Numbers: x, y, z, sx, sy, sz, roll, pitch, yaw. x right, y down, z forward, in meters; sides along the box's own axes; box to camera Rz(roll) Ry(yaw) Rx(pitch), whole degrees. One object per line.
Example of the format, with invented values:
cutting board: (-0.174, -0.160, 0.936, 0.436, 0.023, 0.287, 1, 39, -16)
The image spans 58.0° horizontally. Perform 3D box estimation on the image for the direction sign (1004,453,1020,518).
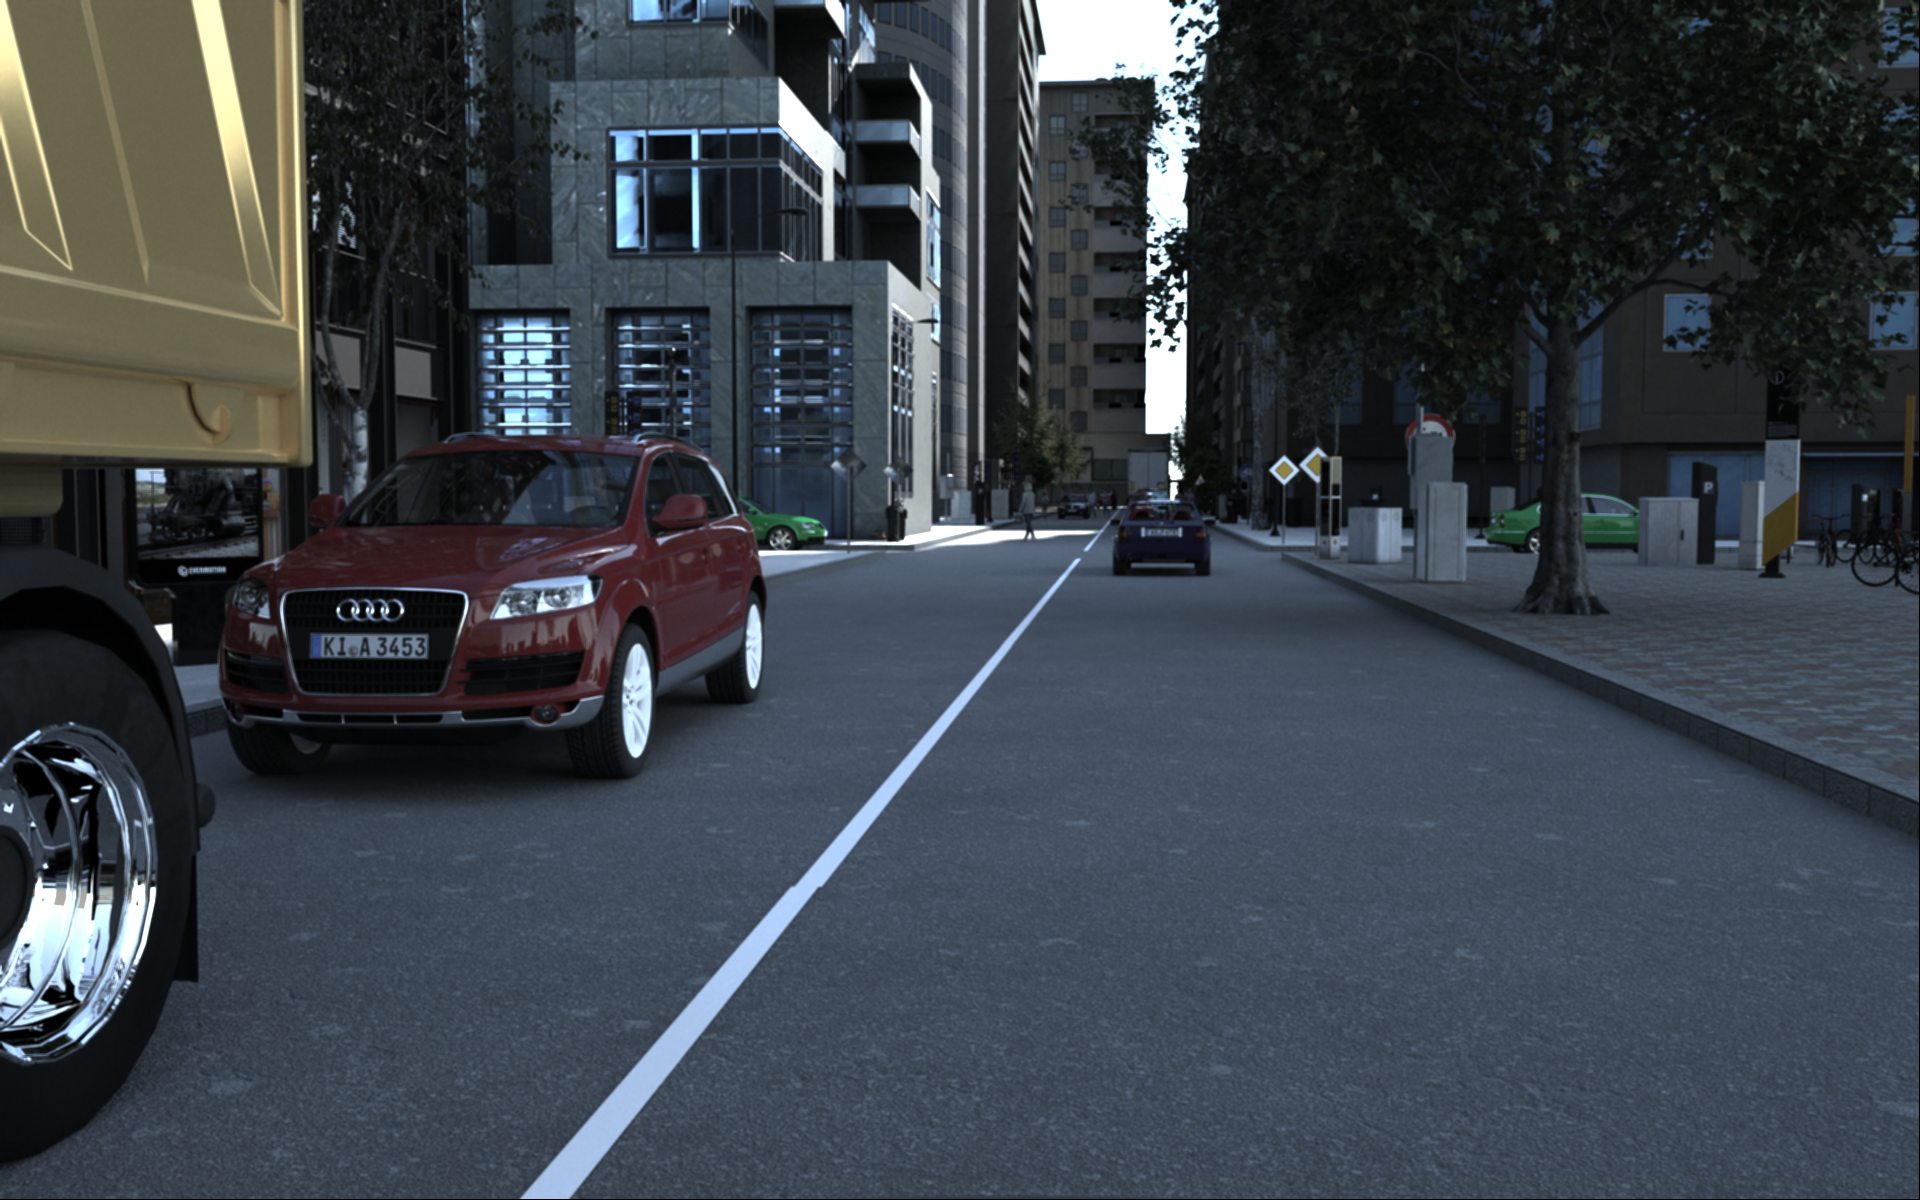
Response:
direction sign: (2.827, -6.284, 94.746, 0.876, 3.537, 0.379, -1, 4, -10)

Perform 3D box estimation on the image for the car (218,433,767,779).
car: (-2.510, -0.110, 10.468, 2.281, 1.827, 5.304, 0, 4, 4)

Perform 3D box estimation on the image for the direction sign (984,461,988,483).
direction sign: (1.554, -7.684, 117.634, 0.876, 3.537, 0.379, -2, 4, -35)

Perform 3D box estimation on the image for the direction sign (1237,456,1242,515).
direction sign: (16.787, -6.853, 104.037, 0.379, 3.537, 0.876, 2, 4, 23)

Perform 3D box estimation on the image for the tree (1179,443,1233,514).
tree: (15.787, -7.760, 110.594, 4.285, 4.588, 4.351, 0, 3, 0)

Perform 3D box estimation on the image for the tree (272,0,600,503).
tree: (-5.419, -3.994, 15.658, 4.360, 8.622, 3.978, 0, 3, 0)

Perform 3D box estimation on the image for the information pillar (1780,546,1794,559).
information pillar: (16.378, -1.827, 34.360, 0.304, 2.012, 0.304, 3, 4, 37)

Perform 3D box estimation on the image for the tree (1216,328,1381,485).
tree: (10.007, -5.935, 47.397, 4.360, 8.622, 3.978, 0, 3, 0)

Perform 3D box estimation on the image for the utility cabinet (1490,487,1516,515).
utility cabinet: (16.590, -2.706, 52.923, 0.318, 1.500, 1.173, 0, 4, -5)

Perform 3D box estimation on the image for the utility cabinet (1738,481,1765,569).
utility cabinet: (13.624, -1.274, 29.503, 0.318, 1.500, 1.173, 3, 5, 43)

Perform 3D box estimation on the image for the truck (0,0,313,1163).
truck: (-3.553, -0.266, 0.272, 3.469, 3.379, 9.791, 0, 4, 6)

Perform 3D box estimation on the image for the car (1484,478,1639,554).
car: (14.466, -1.880, 39.541, 4.718, 1.807, 1.959, 0, 4, 5)

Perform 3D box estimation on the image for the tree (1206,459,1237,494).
tree: (14.530, -6.128, 94.791, 1.663, 3.219, 1.824, 0, 3, 0)

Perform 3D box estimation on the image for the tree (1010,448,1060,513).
tree: (4.868, -8.340, 120.078, 4.285, 4.588, 4.351, 0, 3, 0)

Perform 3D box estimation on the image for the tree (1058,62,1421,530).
tree: (9.607, -12.468, 59.747, 12.611, 20.169, 13.585, 0, 3, 0)

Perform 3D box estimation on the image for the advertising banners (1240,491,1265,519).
advertising banners: (15.103, -5.573, 87.302, 2.074, 3.025, 0.090, 2, 4, 31)

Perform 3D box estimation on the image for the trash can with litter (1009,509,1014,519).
trash can with litter: (2.242, -4.675, 87.824, 1.055, 1.170, 0.624, 2, 4, 34)

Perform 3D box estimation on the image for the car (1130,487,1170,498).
car: (10.937, -5.551, 99.425, 2.281, 1.827, 5.304, 0, 4, 5)

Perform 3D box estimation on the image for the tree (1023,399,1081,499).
tree: (6.654, -11.115, 132.098, 4.360, 8.622, 3.978, 0, 3, 0)

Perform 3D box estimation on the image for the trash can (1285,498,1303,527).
trash can: (12.848, -3.369, 66.742, 0.748, 1.137, 0.748, 0, 3, 0)

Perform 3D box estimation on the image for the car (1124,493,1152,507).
car: (8.260, -4.085, 75.829, 2.155, 1.783, 4.494, 0, 4, 7)

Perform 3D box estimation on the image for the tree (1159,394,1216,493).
tree: (17.119, -10.825, 127.344, 4.360, 8.622, 3.978, 0, 3, 0)

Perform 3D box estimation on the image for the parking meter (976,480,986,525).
parking meter: (0.852, -4.056, 72.023, 0.399, 1.863, 0.255, 0, 4, -6)

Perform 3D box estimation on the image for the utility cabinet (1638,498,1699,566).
utility cabinet: (12.688, -1.215, 31.023, 1.020, 1.237, 0.306, -1, 4, -12)

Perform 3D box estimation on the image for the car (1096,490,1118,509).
car: (14.587, -9.998, 172.142, 2.281, 1.827, 5.304, 0, 4, 4)

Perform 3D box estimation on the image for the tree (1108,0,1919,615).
tree: (6.413, -6.207, 18.488, 9.611, 12.733, 9.660, 0, 3, 0)

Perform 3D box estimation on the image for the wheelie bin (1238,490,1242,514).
wheelie bin: (16.875, -5.986, 105.771, 0.980, 1.594, 0.693, -3, 5, -43)

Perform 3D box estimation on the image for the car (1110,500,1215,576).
car: (3.717, -1.175, 31.800, 1.945, 1.354, 3.894, 0, 4, 7)

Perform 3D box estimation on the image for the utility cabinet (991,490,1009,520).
utility cabinet: (1.922, -4.724, 85.908, 0.318, 1.500, 1.173, -3, 4, -38)

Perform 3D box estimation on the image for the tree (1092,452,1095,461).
tree: (12.773, -14.905, 194.065, 4.360, 8.622, 3.978, 0, 3, 0)

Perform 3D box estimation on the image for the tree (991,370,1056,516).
tree: (3.730, -9.358, 103.368, 4.737, 8.622, 4.395, 0, 3, 0)

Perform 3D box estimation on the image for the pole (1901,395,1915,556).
pole: (19.621, -2.569, 35.844, 0.158, 3.312, 0.155, 0, 3, 0)

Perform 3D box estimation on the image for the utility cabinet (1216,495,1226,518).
utility cabinet: (13.793, -4.914, 91.505, 0.306, 1.237, 1.020, 1, 4, 23)

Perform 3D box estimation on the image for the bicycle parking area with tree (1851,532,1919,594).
bicycle parking area with tree: (15.740, -2.020, 20.027, 9.016, 4.147, 8.231, 1, 4, 20)

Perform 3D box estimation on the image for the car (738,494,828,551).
car: (-5.606, -2.052, 42.352, 4.718, 1.807, 1.959, 0, 4, 4)

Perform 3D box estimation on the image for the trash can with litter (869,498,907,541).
trash can with litter: (-1.986, -2.213, 47.562, 1.055, 1.170, 0.624, 1, 4, 17)

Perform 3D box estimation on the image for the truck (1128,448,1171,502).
truck: (12.211, -7.523, 111.912, 2.839, 4.237, 11.283, 0, 4, 7)

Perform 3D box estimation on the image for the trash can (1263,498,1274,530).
trash can: (10.925, -3.101, 62.348, 0.748, 1.137, 0.748, 0, 3, 0)

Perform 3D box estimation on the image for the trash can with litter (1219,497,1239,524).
trash can with litter: (11.686, -3.921, 75.490, 0.624, 1.170, 1.055, -2, 4, -28)

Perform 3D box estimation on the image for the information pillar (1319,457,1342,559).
information pillar: (7.300, -1.814, 34.144, 0.304, 2.012, 0.304, -2, 4, -33)

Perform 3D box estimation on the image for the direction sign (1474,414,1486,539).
direction sign: (14.922, -3.518, 49.513, 0.379, 3.537, 0.876, 0, 4, 7)

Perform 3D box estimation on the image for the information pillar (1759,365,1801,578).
information pillar: (12.535, -2.146, 26.437, 0.504, 3.616, 0.183, 3, 5, 40)

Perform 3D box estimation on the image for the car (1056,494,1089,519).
car: (6.628, -5.570, 100.853, 2.009, 1.686, 4.222, 0, 4, 6)

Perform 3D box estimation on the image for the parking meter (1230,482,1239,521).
parking meter: (12.868, -4.618, 81.221, 0.399, 1.863, 0.255, 1, 4, 15)

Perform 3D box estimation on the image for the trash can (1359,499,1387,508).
trash can: (11.205, -2.164, 47.036, 0.748, 1.137, 0.748, 0, 3, 0)

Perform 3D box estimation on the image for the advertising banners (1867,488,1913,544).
advertising banners: (24.118, -2.946, 44.363, 0.090, 3.025, 2.074, -3, 5, -41)

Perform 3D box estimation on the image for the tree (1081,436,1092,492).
tree: (10.199, -13.410, 169.615, 4.360, 8.622, 3.978, 0, 3, 0)

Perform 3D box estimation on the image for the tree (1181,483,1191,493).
tree: (20.739, -9.790, 154.663, 1.663, 3.219, 1.824, 0, 3, 0)

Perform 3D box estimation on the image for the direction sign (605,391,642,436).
direction sign: (-7.412, -2.825, 38.186, 0.876, 3.537, 0.379, 1, 4, 16)

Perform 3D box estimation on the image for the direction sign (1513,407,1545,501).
direction sign: (14.790, -3.237, 44.922, 0.876, 3.537, 0.379, 0, 4, 5)

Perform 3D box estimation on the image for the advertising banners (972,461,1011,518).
advertising banners: (1.638, -5.802, 91.055, 2.074, 3.025, 0.090, 0, 4, -4)

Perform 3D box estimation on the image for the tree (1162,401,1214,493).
tree: (17.793, -11.236, 134.069, 4.737, 8.622, 4.395, 0, 3, 0)
